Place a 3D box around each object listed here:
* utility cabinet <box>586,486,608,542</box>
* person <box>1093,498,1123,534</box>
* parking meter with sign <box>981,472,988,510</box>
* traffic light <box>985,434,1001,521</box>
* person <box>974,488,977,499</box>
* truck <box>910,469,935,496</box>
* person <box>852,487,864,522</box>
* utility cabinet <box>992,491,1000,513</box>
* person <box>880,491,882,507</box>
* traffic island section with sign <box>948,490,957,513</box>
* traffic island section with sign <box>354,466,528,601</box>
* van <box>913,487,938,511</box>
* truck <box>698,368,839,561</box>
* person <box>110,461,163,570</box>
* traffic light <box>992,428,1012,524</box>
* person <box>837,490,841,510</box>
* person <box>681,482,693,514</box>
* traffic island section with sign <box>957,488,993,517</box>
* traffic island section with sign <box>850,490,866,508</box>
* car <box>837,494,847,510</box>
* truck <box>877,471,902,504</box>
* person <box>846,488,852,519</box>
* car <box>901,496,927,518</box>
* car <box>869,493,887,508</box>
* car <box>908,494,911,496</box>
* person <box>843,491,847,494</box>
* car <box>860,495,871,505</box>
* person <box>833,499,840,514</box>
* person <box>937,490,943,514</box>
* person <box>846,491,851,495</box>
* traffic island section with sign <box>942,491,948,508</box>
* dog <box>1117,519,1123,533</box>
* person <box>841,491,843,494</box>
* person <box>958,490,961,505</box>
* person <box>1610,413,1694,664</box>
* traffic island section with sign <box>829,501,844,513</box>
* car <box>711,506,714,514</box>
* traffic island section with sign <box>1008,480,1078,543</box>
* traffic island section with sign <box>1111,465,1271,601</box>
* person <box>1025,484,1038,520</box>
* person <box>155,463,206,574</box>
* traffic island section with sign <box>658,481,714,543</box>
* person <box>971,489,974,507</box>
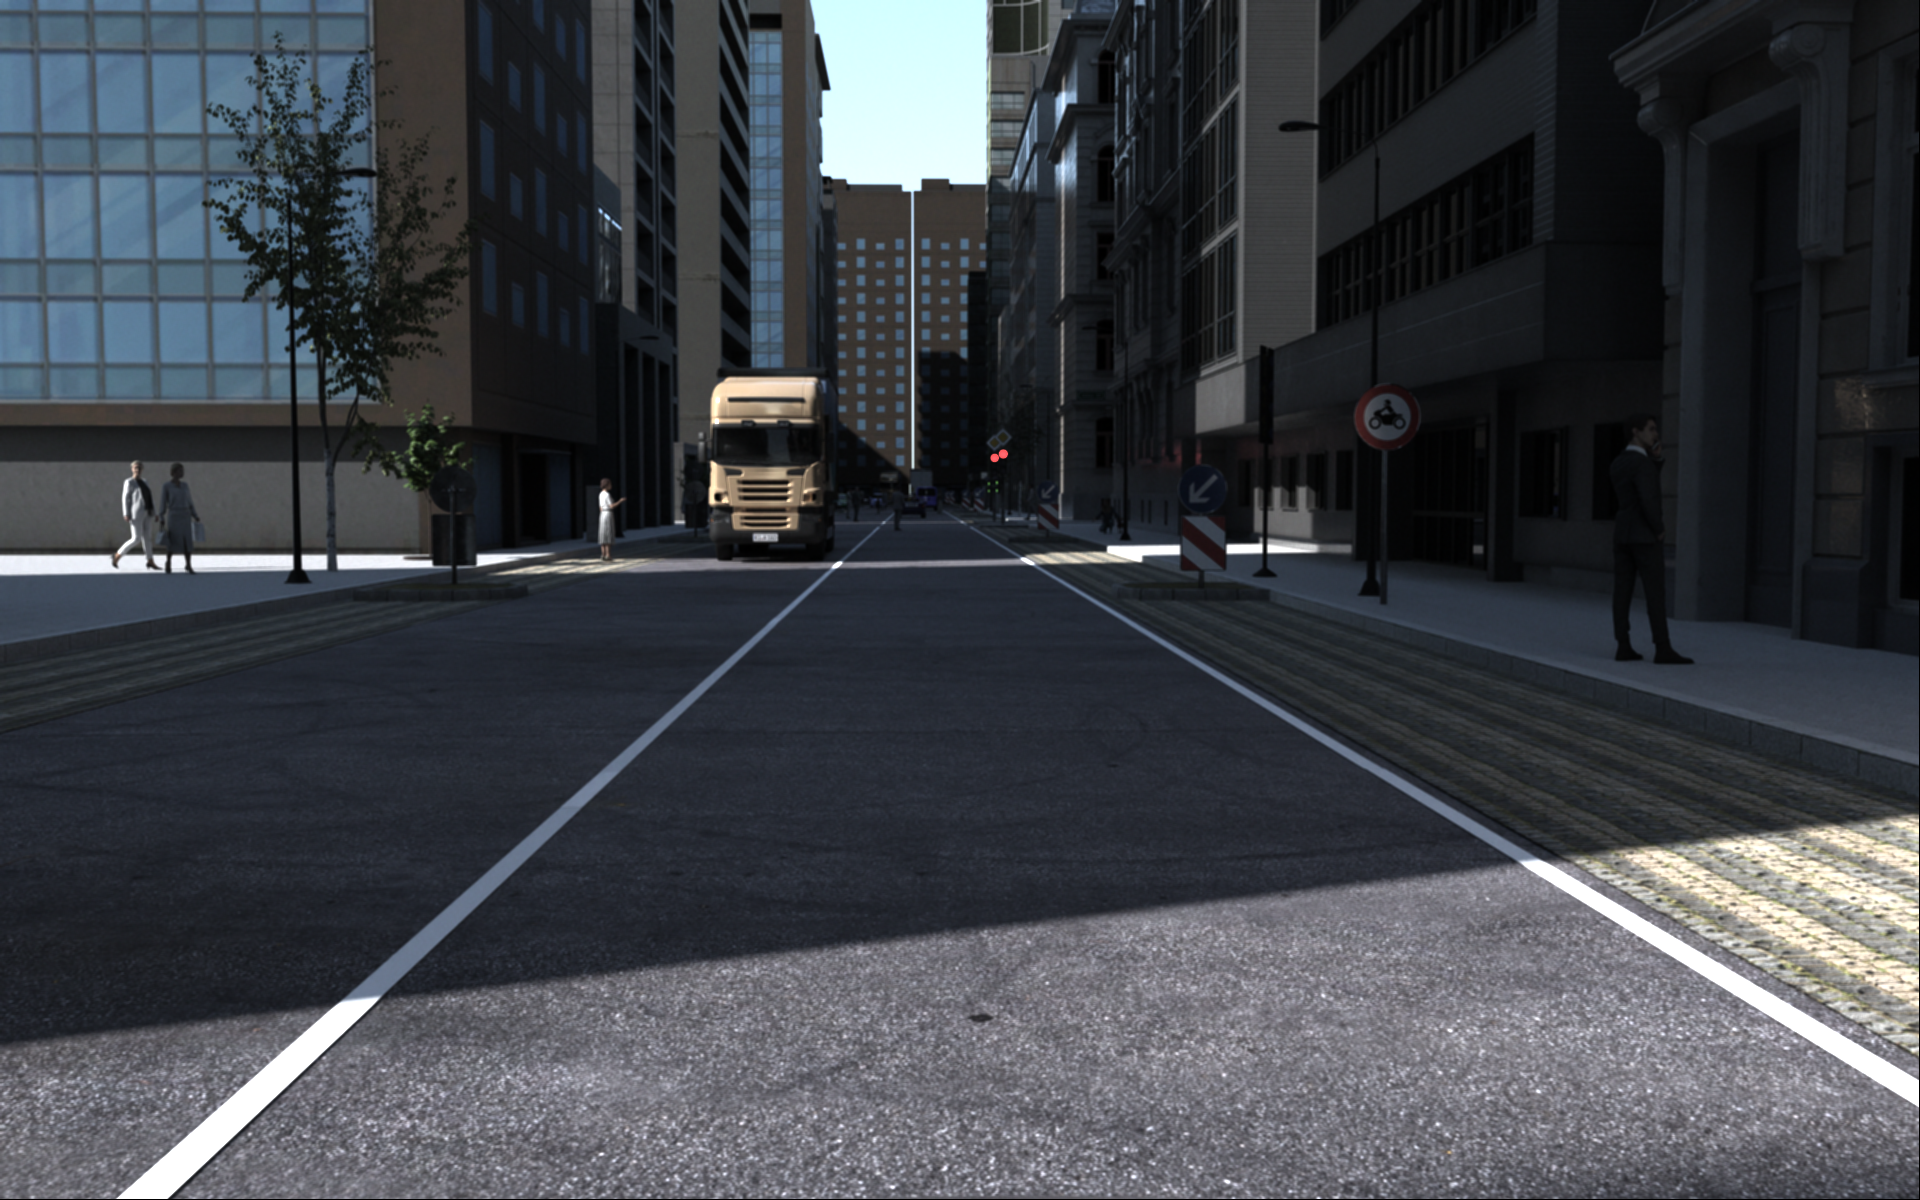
[{"bbox_3d":[-9.717,-2.311,46.464,0.318,1.500,1.173,0,4,3],"label":"utility cabinet"},{"bbox_3d":[4.822,-2.712,55.879,1.012,1.151,0.738,1,4,19],"label":"person"},{"bbox_3d":[1.915,-8.615,137.119,0.543,3.016,1.738,0,4,1],"label":"parking meter with sign"},{"bbox_3d":[1.603,-5.675,81.708,0.839,4.253,0.868,0,4,-1],"label":"traffic light"},{"bbox_3d":[1.529,-9.617,163.290,0.705,1.824,1.348,0,4,-7],"label":"person"},{"bbox_3d":[-4.350,-12.752,197.408,2.839,4.237,11.283,0,4,-1],"label":"truck"},{"bbox_3d":[-5.308,-4.979,90.082,0.590,1.801,0.661,-3,4,-37],"label":"person"},{"bbox_3d":[2.344,-6.401,113.341,0.318,1.500,1.173,-1,4,-9],"label":"utility cabinet"},{"bbox_3d":[-8.587,-11.006,189.134,0.721,1.739,1.217,2,4,27],"label":"person"},{"bbox_3d":[0.319,-7.629,133.360,1.989,1.847,2.006,0,4,-1],"label":"traffic island section with sign"},{"bbox_3d":[-7.084,-0.936,23.924,1.989,1.847,2.006,0,4,-1],"label":"traffic island section with sign"},{"bbox_3d":[-2.878,-8.806,148.365,2.240,2.365,5.245,0,4,-2],"label":"van"},{"bbox_3d":[-4.236,-3.169,40.731,2.839,4.237,11.283,0,4,-2],"label":"truck"},{"bbox_3d":[-13.922,-1.427,29.246,0.818,1.842,0.514,0,4,-5],"label":"person"},{"bbox_3d":[1.809,-5.187,73.725,0.839,4.253,0.868,0,4,-1],"label":"traffic light"},{"bbox_3d":[-11.051,-9.149,158.107,1.348,1.821,0.705,0,4,7],"label":"person"},{"bbox_3d":[-10.204,-3.546,64.763,0.466,1.731,0.760,-1,4,-19],"label":"person"},{"bbox_3d":[1.015,-5.981,106.414,1.989,1.847,2.006,0,4,-1],"label":"traffic island section with sign"},{"bbox_3d":[-11.197,-10.689,183.397,1.989,1.847,2.006,0,4,-1],"label":"traffic island section with sign"},{"bbox_3d":[-10.632,-8.755,151.946,1.959,1.807,4.718,0,4,-3],"label":"car"},{"bbox_3d":[-8.576,-13.730,213.390,2.839,4.237,11.283,0,4,0],"label":"truck"},{"bbox_3d":[-6.399,-5.635,100.813,0.466,1.800,0.511,-1,4,-21],"label":"person"},{"bbox_3d":[-2.932,-5.593,104.020,1.945,1.354,3.894,0,4,-2],"label":"car"},{"bbox_3d":[-8.656,-10.686,184.310,1.945,1.707,3.694,0,4,0],"label":"car"},{"bbox_3d":[-5.712,-12.346,212.076,2.015,1.641,3.980,0,4,0],"label":"car"},{"bbox_3d":[-14.651,-13.152,221.894,1.217,1.723,0.721,1,4,18],"label":"person"},{"bbox_3d":[-12.590,-13.220,228.730,1.945,1.354,3.894,0,4,-1],"label":"car"},{"bbox_3d":[-9.162,-7.234,126.801,0.620,1.820,0.660,3,5,40],"label":"person"},{"bbox_3d":[-1.429,-7.160,126.108,0.362,1.759,0.519,-3,5,-45],"label":"person"},{"bbox_3d":[-14.724,-13.550,227.673,1.348,1.812,0.705,-1,4,-16],"label":"person"},{"bbox_3d":[-0.983,-10.698,183.544,1.989,1.847,2.006,0,4,-1],"label":"traffic island section with sign"},{"bbox_3d":[5.278,-2.442,56.762,0.540,0.507,0.406,3,4,36],"label":"dog"},{"bbox_3d":[-14.694,-12.597,212.813,0.742,1.727,0.445,0,4,2],"label":"person"},{"bbox_3d":[0.009,-12.592,212.740,0.721,1.723,1.217,0,4,-7],"label":"person"},{"bbox_3d":[5.269,-0.482,13.287,0.474,1.900,0.648,-1,4,-13],"label":"person"},{"bbox_3d":[-9.901,-7.613,133.107,1.989,1.847,2.006,0,4,-1],"label":"traffic island section with sign"},{"bbox_3d":[-8.385,-3.407,65.291,1.945,1.707,3.694,0,4,0],"label":"car"},{"bbox_3d":[2.438,-2.604,51.196,1.989,1.847,2.006,0,4,-1],"label":"traffic island section with sign"},{"bbox_3d":[3.141,-0.945,24.073,1.989,1.847,2.006,0,4,-1],"label":"traffic island section with sign"},{"bbox_3d":[3.520,-4.769,84.296,0.850,1.792,0.678,0,4,1],"label":"person"},{"bbox_3d":[-12.563,-1.314,27.875,0.694,1.780,0.624,-3,4,-38],"label":"person"},{"bbox_3d":[-7.790,-2.598,51.104,1.989,1.847,2.006,0,4,-1],"label":"traffic island section with sign"},{"bbox_3d":[1.258,-9.795,166.900,0.721,1.736,1.217,0,4,6],"label":"person"}]
